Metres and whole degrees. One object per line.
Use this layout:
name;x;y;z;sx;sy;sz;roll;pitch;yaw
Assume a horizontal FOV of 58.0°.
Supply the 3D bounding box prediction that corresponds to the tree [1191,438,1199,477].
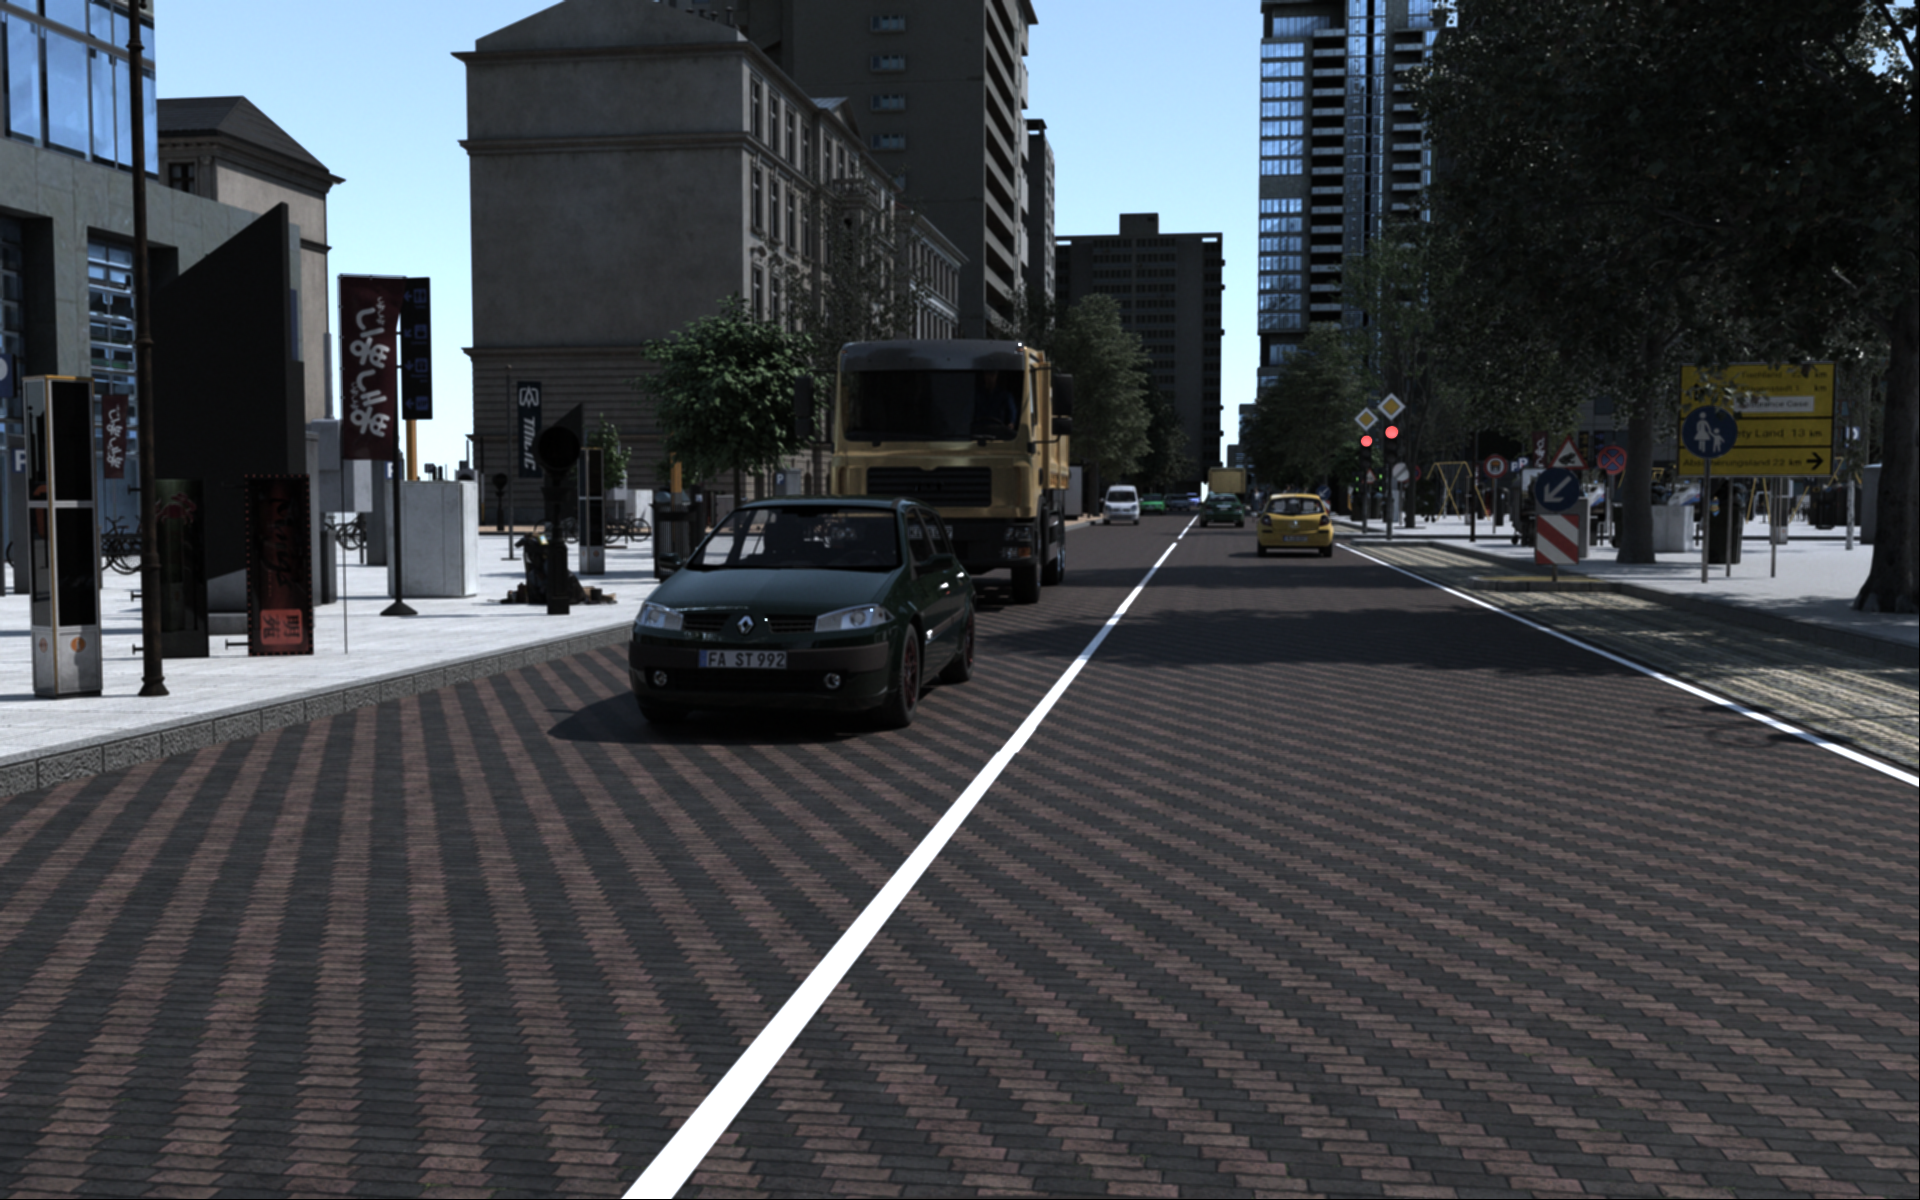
tree;18.288;-15.817;175.609;9.611;12.733;9.660;0;3;0

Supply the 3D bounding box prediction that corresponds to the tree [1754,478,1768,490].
tree;46.288;-9.018;97.801;4.737;8.622;4.395;0;3;0

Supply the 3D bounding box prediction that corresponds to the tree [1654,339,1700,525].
tree;28.499;-7.119;66.765;4.360;8.622;3.978;0;3;0

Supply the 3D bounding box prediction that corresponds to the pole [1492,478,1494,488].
pole;35.616;-7.446;115.586;0.158;3.312;0.155;0;3;0

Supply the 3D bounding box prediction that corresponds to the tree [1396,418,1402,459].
tree;33.726;-10.727;125.742;4.360;8.622;3.978;0;3;0

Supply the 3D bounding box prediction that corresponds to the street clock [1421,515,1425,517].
street clock;25.993;-5.663;97.154;0.471;2.002;0.358;2;4;23

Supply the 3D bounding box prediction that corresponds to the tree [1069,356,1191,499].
tree;13.136;-13.518;138.031;9.611;12.733;9.660;0;3;0

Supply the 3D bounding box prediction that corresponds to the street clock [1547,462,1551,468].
street clock;13.590;-2.145;39.637;0.358;2.002;0.471;3;4;36

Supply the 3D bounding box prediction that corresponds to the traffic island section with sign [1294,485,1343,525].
traffic island section with sign;16.694;-4.385;80.319;1.989;1.847;2.006;1;4;8

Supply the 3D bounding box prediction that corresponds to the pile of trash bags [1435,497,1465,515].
pile of trash bags;29.397;-5.855;105.480;1.912;1.369;3.447;3;5;44

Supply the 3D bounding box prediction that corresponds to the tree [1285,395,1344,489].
tree;25.214;-10.464;121.441;4.737;8.622;4.395;0;3;0

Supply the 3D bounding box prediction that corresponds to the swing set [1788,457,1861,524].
swing set;37.493;-4.684;74.198;2.862;2.851;3.119;1;4;10

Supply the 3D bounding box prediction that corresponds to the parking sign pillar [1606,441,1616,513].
parking sign pillar;32.735;-6.064;87.617;1.447;3.967;1.447;2;4;35

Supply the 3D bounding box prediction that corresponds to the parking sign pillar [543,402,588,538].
parking sign pillar;-11.605;-3.832;51.125;1.447;3.967;1.447;1;4;18

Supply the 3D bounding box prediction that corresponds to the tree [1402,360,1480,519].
tree;25.488;-8.595;90.887;4.360;8.622;3.978;0;3;0

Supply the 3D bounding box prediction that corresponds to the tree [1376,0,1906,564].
tree;12.637;-7.647;31.687;9.857;13.997;8.962;0;3;0

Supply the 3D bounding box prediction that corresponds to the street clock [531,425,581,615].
street clock;-4.283;-0.846;18.407;0.471;2.002;0.358;-2;4;-30

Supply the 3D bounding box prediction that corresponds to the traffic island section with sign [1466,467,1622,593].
traffic island section with sign;8.712;-1.065;26.040;1.989;1.847;2.006;1;4;8

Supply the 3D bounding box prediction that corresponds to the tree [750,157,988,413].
tree;-2.310;-5.308;37.154;4.360;8.622;3.978;0;3;0

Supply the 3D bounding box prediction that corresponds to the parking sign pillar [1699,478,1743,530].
parking sign pillar;26.977;-4.455;61.308;1.447;3.967;1.447;0;4;4

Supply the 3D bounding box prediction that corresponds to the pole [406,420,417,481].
pole;-11.353;-2.571;35.886;0.158;3.312;0.155;0;3;0

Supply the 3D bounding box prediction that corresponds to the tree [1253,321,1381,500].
tree;23.894;-11.983;114.047;7.486;12.596;7.792;0;3;0

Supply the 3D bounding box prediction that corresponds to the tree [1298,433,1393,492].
tree;21.117;-6.608;91.761;4.285;4.588;4.351;0;3;0

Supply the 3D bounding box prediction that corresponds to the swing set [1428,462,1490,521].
swing set;24.067;-5.368;85.395;2.862;2.851;3.119;-1;4;-13

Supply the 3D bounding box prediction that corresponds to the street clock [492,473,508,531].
street clock;-15.870;-3.377;59.779;0.471;2.002;0.358;-3;4;-38

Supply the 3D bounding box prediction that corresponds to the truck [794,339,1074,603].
truck;0.064;-1.778;24.987;3.469;3.379;9.791;0;4;6

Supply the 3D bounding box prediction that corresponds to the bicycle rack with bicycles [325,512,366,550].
bicycle rack with bicycles;-13.629;-1.641;40.206;2.925;0.926;2.852;-1;4;-10

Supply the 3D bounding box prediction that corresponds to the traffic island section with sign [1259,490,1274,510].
traffic island section with sign;28.019;-9.093;157.297;1.989;1.847;2.006;1;4;8

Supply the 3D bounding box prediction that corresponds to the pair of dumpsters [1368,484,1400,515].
pair of dumpsters;24.789;-6.031;101.102;1.574;2.255;4.437;1;4;8

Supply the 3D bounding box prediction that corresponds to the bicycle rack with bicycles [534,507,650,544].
bicycle rack with bicycles;-9.723;-1.965;45.504;2.925;0.926;2.852;0;4;-4

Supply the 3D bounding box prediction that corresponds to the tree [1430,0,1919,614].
tree;10.230;-6.207;18.485;9.611;12.733;9.660;0;3;0

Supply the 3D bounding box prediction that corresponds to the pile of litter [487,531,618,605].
pile of litter;-4.825;-0.402;20.531;1.719;0.858;1.176;3;5;41

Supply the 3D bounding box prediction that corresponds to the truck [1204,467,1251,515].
truck;19.073;-7.813;123.665;3.469;3.379;9.791;1;4;9

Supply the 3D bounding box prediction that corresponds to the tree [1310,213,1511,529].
tree;16.795;-8.466;64.167;9.928;11.665;9.643;0;3;0

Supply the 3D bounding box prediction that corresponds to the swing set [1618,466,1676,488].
swing set;41.548;-6.589;105.349;3.119;2.851;2.862;-1;4;-19

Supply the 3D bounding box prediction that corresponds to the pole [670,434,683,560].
pole;-5.292;-2.351;32.282;0.158;3.312;0.155;0;3;0

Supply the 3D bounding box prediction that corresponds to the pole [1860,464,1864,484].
pole;56.551;-7.023;108.674;0.158;3.312;0.155;0;3;0

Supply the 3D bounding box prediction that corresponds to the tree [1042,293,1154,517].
tree;7.369;-11.030;98.464;7.486;12.596;7.792;0;3;0

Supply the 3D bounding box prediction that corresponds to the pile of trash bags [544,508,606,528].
pile of trash bags;-15.042;-3.462;66.364;1.912;1.369;3.447;-3;4;-39

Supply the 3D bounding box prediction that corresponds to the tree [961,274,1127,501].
tree;3.667;-8.514;73.619;7.601;10.594;8.767;2;4;32

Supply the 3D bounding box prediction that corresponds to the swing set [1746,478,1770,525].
swing set;32.607;-4.645;73.565;3.119;2.851;2.862;0;4;6

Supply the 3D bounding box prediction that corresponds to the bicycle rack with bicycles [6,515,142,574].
bicycle rack with bicycles;-13.985;-0.907;28.212;2.925;0.926;2.852;-1;4;-10

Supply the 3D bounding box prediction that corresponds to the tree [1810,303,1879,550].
tree;20.222;-5.458;39.594;4.360;8.622;3.978;0;3;0

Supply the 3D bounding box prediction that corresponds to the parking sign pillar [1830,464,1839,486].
parking sign pillar;55.713;-7.458;110.413;1.447;3.967;1.447;2;4;30

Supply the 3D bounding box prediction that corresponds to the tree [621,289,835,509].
tree;-3.699;-2.701;27.873;4.285;4.588;4.351;0;3;0

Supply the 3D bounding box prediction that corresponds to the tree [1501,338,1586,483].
tree;25.441;-7.617;74.900;4.737;8.622;4.395;0;3;0

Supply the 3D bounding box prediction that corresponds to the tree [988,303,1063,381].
tree;1.715;-7.082;66.146;4.360;8.622;3.978;0;3;0

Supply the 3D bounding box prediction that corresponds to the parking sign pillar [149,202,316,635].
parking sign pillar;-6.877;-1.702;16.293;1.447;3.967;1.447;0;4;3
